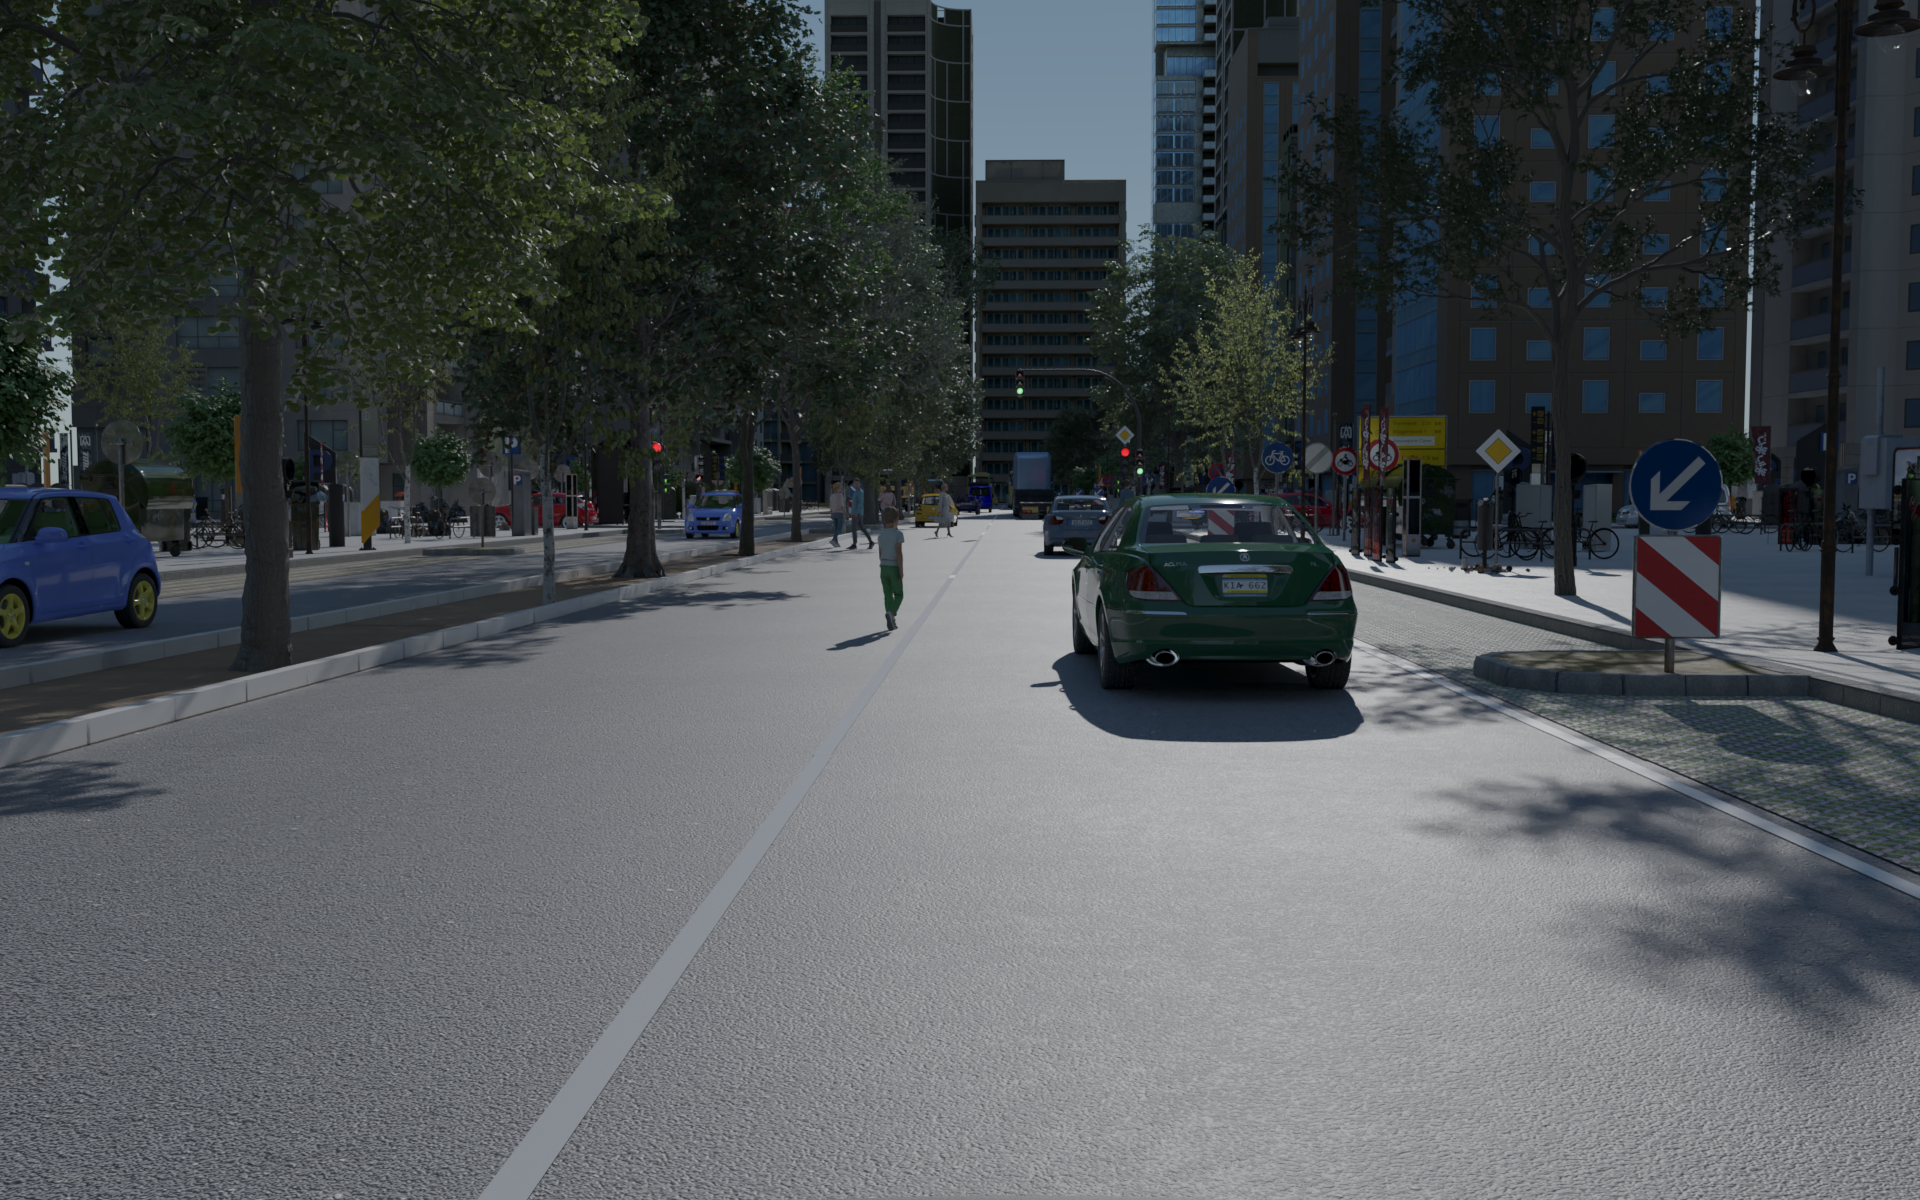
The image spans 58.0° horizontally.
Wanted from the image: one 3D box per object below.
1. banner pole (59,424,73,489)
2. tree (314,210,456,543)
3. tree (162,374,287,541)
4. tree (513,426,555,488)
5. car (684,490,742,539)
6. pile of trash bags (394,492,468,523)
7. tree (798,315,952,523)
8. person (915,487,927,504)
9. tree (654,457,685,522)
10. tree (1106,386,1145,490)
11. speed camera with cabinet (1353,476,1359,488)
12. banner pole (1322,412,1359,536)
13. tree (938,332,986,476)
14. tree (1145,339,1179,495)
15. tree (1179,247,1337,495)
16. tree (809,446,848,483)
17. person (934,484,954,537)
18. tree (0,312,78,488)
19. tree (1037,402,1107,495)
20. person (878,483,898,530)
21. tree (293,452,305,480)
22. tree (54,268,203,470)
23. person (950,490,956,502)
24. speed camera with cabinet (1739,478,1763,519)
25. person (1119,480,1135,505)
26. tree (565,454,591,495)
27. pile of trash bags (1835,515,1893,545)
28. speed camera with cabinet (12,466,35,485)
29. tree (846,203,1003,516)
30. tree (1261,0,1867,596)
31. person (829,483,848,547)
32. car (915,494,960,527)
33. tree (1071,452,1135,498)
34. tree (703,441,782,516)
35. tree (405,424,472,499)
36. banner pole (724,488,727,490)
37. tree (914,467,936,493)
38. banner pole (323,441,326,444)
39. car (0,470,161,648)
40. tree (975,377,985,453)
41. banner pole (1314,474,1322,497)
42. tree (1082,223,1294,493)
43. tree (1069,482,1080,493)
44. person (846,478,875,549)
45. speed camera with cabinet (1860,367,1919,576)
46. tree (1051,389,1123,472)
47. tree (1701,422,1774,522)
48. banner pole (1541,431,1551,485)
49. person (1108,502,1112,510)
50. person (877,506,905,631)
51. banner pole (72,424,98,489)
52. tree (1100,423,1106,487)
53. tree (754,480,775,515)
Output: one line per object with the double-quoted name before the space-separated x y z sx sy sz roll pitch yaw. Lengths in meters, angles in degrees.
"banner pole" -32.091 -4.421 62.302 0.863 3.779 0.401 2 4 27
"tree" -14.503 -5.789 45.018 4.360 8.622 3.978 0 3 0
"tree" -20.129 -3.904 47.539 4.285 4.588 4.351 0 3 0
"tree" -25.223 -9.428 104.516 4.360 8.622 3.978 0 3 0
"car" -7.928 -2.893 56.897 1.945 1.707 3.694 0 4 3
"pile of trash bags" -23.620 -4.099 76.766 1.912 1.369 3.447 2 4 31
"tree" -4.257 -10.066 85.171 7.486 12.596 7.792 0 3 0
"person" -1.890 -4.691 85.559 0.716 1.782 0.532 0 4 1
"tree" -13.665 -5.187 79.401 1.663 3.219 1.824 0 3 0
"tree" 10.018 -8.648 91.755 4.360 8.622 3.978 0 3 0
"speed camera with cabinet" 19.361 -5.295 80.902 0.660 3.252 2.038 -3 5 -41
"banner pole" 11.710 -3.866 53.232 0.863 3.779 0.401 -1 4 -13
"tree" -3.412 -10.728 94.864 9.611 12.733 9.660 0 3 0
"tree" 8.782 -6.554 57.514 4.360 8.622 3.978 0 3 0
"tree" 8.899 -6.180 51.398 4.360 8.622 3.978 0 3 0
"tree" -10.412 -13.689 158.221 7.601 10.594 8.767 0 4 4
"person" -0.535 -2.966 57.342 0.624 1.780 0.694 2 4 34
"tree" -15.281 -2.617 26.499 4.285 4.588 4.351 0 3 0
"tree" 13.893 -18.240 215.232 9.611 12.733 9.660 0 3 0
"person" -2.104 -2.640 52.249 0.593 1.750 0.643 -3 5 -39
"tree" -30.328 -5.234 80.175 1.663 3.219 1.824 0 3 0
"tree" -24.218 -6.154 50.979 4.737 8.622 4.395 0 3 0
"person" -0.713 -9.704 167.238 0.705 1.814 1.350 1 4 18
"speed camera with cabinet" 41.427 -5.854 90.056 0.660 3.252 2.038 -1 4 -14
"person" 4.565 -2.365 47.184 0.581 1.822 0.654 -1 4 -9
"tree" -18.373 -5.429 83.359 1.663 3.219 1.824 0 3 0
"pile of trash bags" 24.258 -2.134 44.644 3.447 1.369 1.912 -1 4 -15
"speed camera with cabinet" -39.629 -4.886 74.218 0.660 3.252 2.038 1 4 11
"tree" -4.003 -15.555 112.669 12.611 20.169 13.585 0 3 0
"tree" 7.346 -5.339 21.706 7.601 10.594 8.767 0 4 0
"person" -3.307 -2.285 46.529 0.731 1.740 0.598 2 4 33
"car" -1.018 -4.042 76.313 2.015 1.641 3.980 0 4 4
"tree" 11.312 -8.845 128.322 4.285 4.588 4.351 0 3 0
"tree" -12.122 -7.203 101.478 4.285 4.588 4.351 0 3 0
"tree" -24.468 -5.982 81.525 4.285 4.588 4.351 0 3 0
"banner pole" -19.420 -9.337 142.680 0.863 3.779 0.401 3 5 43
"tree" -3.049 -9.261 104.231 4.737 8.622 4.395 0 3 0
"banner pole" -30.184 -5.644 82.300 0.401 3.779 0.863 -1 4 -12
"car" -9.615 -0.470 17.278 1.945 1.707 3.694 0 4 3
"tree" -2.603 -13.254 125.822 9.857 13.997 8.962 0 3 0
"banner pole" 20.426 -6.634 98.476 0.863 3.779 0.401 -2 4 -31
"tree" 10.475 -10.703 81.643 9.857 13.997 8.962 0 3 0
"tree" 13.239 -12.492 198.851 1.663 3.219 1.824 0 3 0
"person" -2.597 -2.245 45.073 0.748 1.841 0.638 0 4 3
"speed camera with cabinet" 14.562 -1.958 26.347 0.660 3.252 2.038 0 4 -5
"tree" 12.187 -13.432 154.023 8.767 10.594 7.601 -1 4 -19
"tree" 34.983 -5.810 78.708 4.285 4.588 4.351 0 3 0
"banner pole" 20.354 -4.294 60.223 0.401 3.779 0.863 3 5 44
"person" 4.246 -2.262 50.504 0.505 1.210 0.382 1 4 21
"person" -0.726 -0.330 18.148 0.306 1.304 0.590 1 4 9
"banner pole" -31.181 -4.410 62.126 0.401 3.779 0.863 2 4 35
"tree" 10.162 -9.412 104.242 4.360 8.622 3.978 0 3 0
"tree" -12.687 -7.004 109.124 1.663 3.219 1.824 0 3 0
